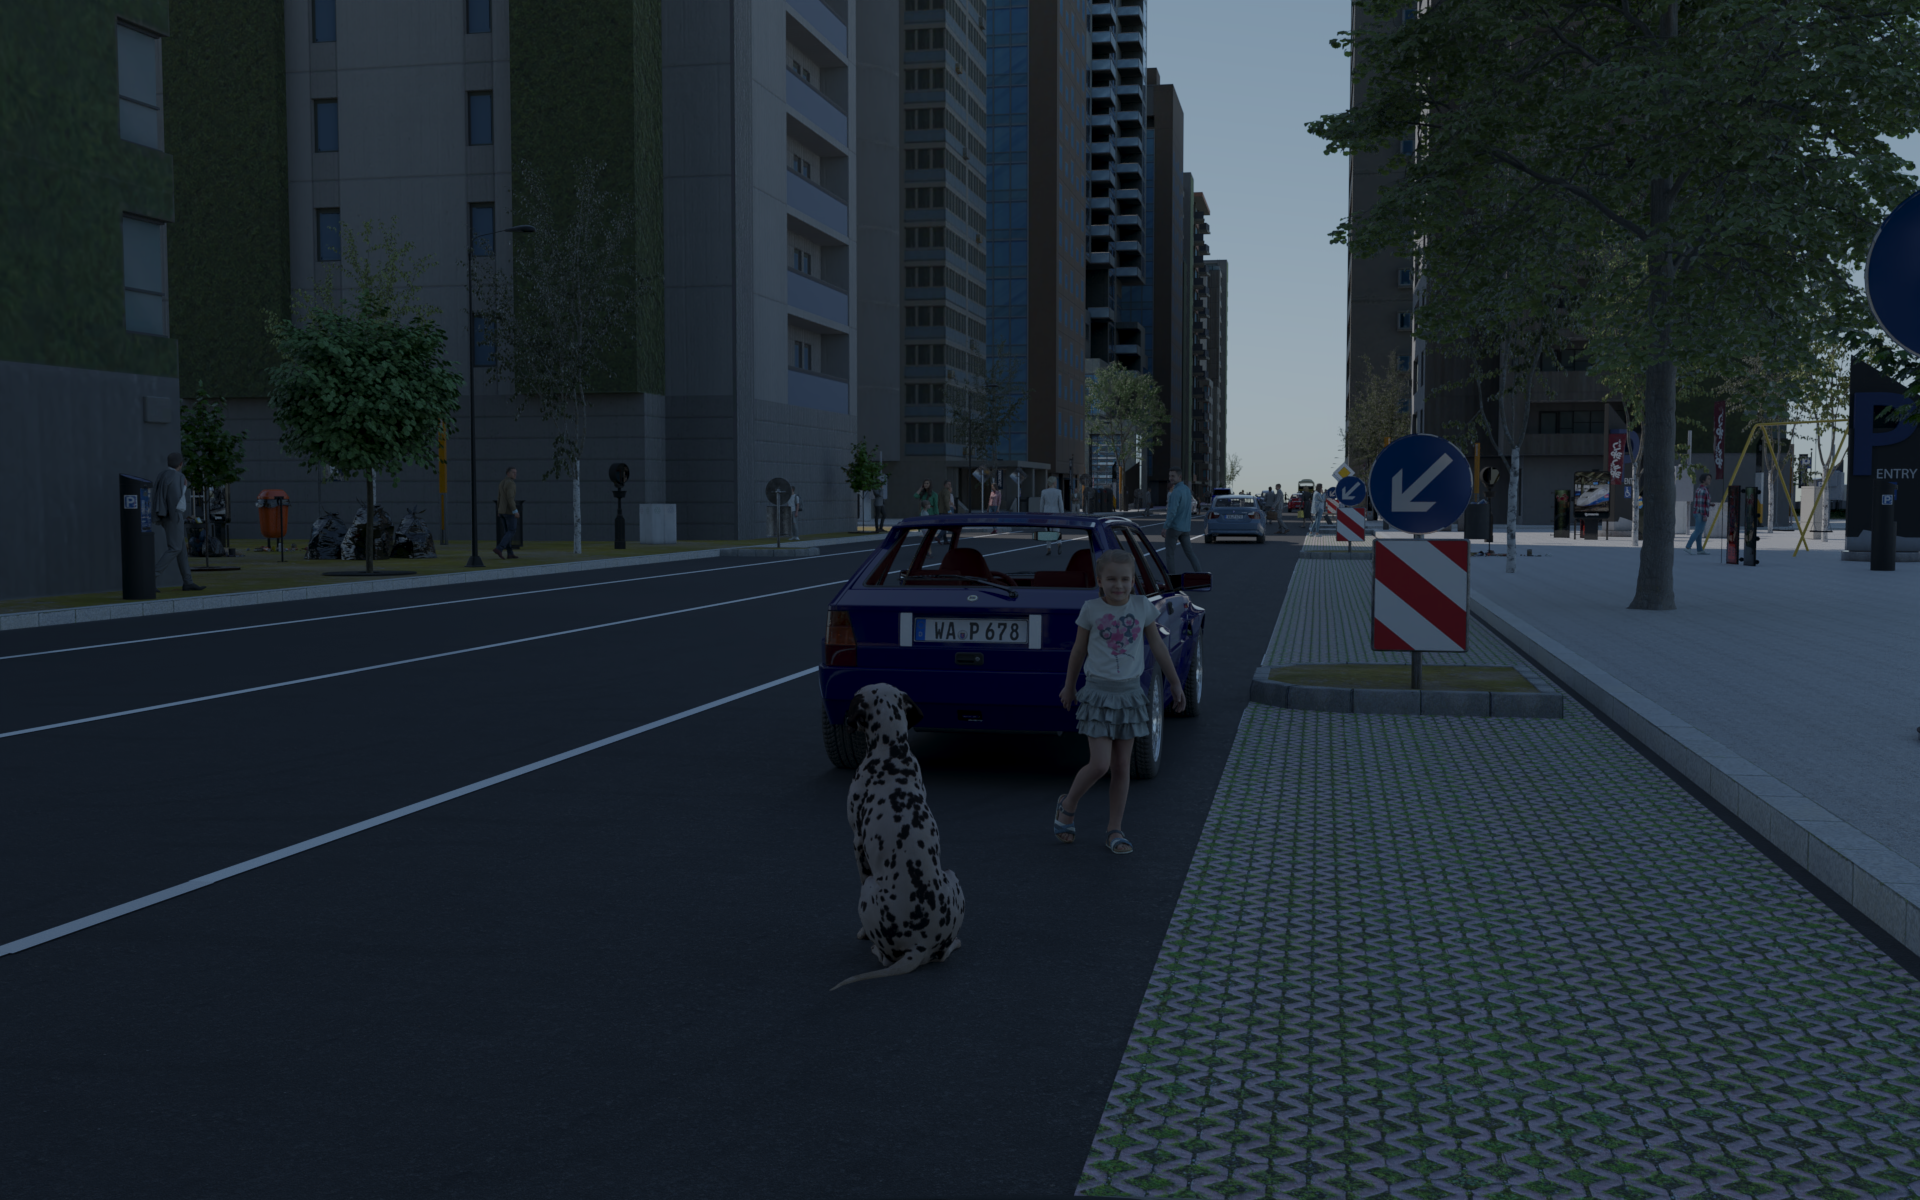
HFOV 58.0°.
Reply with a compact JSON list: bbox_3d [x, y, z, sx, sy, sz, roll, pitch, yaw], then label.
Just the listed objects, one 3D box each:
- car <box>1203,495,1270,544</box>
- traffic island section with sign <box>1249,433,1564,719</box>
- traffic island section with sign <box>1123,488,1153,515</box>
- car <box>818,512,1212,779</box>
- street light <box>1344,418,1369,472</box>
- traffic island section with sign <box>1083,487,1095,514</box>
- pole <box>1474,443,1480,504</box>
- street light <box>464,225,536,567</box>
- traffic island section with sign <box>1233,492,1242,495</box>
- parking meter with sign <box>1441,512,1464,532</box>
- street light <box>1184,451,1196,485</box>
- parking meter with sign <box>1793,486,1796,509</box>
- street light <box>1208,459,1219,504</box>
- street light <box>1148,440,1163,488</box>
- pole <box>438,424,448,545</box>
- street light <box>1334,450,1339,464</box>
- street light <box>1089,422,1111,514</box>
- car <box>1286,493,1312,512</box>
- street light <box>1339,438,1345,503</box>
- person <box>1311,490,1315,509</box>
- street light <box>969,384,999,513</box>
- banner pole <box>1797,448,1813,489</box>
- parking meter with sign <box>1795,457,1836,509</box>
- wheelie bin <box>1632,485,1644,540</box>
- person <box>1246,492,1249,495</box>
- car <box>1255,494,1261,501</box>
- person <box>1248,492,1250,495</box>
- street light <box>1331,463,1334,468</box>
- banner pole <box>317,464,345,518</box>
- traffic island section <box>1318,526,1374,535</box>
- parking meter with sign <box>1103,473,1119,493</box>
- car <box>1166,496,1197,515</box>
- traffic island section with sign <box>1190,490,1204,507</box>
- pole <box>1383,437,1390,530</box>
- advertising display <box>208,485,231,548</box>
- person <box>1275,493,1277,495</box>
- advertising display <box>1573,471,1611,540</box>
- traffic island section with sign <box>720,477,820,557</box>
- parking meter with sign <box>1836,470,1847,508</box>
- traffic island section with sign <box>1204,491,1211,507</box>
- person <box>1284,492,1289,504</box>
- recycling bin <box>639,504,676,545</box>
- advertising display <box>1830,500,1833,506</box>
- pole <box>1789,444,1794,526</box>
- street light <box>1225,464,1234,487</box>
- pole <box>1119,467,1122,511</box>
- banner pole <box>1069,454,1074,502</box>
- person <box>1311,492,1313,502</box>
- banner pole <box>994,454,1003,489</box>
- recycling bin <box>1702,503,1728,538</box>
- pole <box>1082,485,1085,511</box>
[{"bbox_3d":[8.208,-2.418,51.544,2.014,1.417,4.499,1,4,11],"label":"car"},{"bbox_3d":[3.055,-0.212,12.091,1.989,1.847,2.006,1,4,12],"label":"traffic island section with sign"},{"bbox_3d":[12.621,-6.951,122.283,1.989,1.847,2.006,1,4,12],"label":"traffic island section with sign"},{"bbox_3d":[0.463,0.146,10.192,1.945,1.354,3.894,1,4,13],"label":"car"},{"bbox_3d":[24.415,-8.153,105.838,1.470,5.913,1.316,1,4,12],"label":"street light"},{"bbox_3d":[7.125,-5.337,95.892,1.989,1.847,2.006,1,4,12],"label":"traffic island section with sign"},{"bbox_3d":[20.665,-4.613,69.261,0.158,3.312,0.155,0,3,0],"label":"pole"},{"bbox_3d":[-8.003,-3.525,30.169,1.470,5.913,1.316,1,4,12],"label":"street light"},{"bbox_3d":[45.237,-16.514,278.631,1.989,1.847,2.006,1,4,12],"label":"traffic island section with sign"},{"bbox_3d":[16.562,-3.864,59.437,1.738,3.016,0.543,1,4,16],"label":"parking meter with sign"},{"bbox_3d":[24.862,-13.139,187.358,1.470,5.913,1.316,1,4,12],"label":"street light"},{"bbox_3d":[49.297,-6.525,102.940,1.738,3.016,0.543,-1,4,-17],"label":"parking meter with sign"},{"bbox_3d":[33.650,-15.738,229.863,1.470,5.913,1.316,1,4,12],"label":"street light"},{"bbox_3d":[16.731,-10.789,148.935,1.470,5.913,1.316,1,4,12],"label":"street light"},{"bbox_3d":[-12.982,-3.037,43.494,0.158,3.312,0.155,0,3,0],"label":"pole"},{"bbox_3d":[40.108,-12.736,180.776,1.470,5.913,1.316,1,4,12],"label":"street light"},{"bbox_3d":[9.015,-8.513,111.735,1.470,5.913,1.316,1,4,12],"label":"street light"},{"bbox_3d":[26.767,-7.789,136.396,2.155,1.783,4.494,1,4,12],"label":"car"},{"bbox_3d":[32.452,-10.479,143.872,1.470,5.913,1.316,1,4,12],"label":"street light"},{"bbox_3d":[33.993,-9.663,166.518,1.348,1.821,0.705,-2,4,-31],"label":"person"},{"bbox_3d":[0.951,-6.177,73.532,1.470,5.913,1.316,1,4,12],"label":"street light"},{"bbox_3d":[46.247,-6.401,94.672,0.863,3.779,0.401,3,4,38],"label":"banner pole"},{"bbox_3d":[39.890,-5.167,80.740,0.543,3.016,1.738,0,4,-8],"label":"parking meter with sign"},{"bbox_3d":[19.105,-2.470,48.288,0.693,1.594,0.980,2,4,23],"label":"wheelie bin"},{"bbox_3d":[42.747,-15.207,257.810,1.217,1.739,0.721,1,4,16],"label":"person"},{"bbox_3d":[46.252,-15.791,267.777,1.945,1.707,3.694,1,4,12],"label":"car"},{"bbox_3d":[49.453,-17.603,296.171,0.709,1.838,0.599,1,4,14],"label":"person"},{"bbox_3d":[47.986,-15.064,218.843,1.470,5.913,1.316,1,4,12],"label":"street light"},{"bbox_3d":[-15.507,-3.210,42.497,0.863,3.779,0.401,-3,5,-43],"label":"banner pole"},{"bbox_3d":[13.972,-2.485,62.911,2.009,0.180,2.903,1,4,12],"label":"traffic island section"},{"bbox_3d":[12.300,-9.053,144.275,1.738,3.016,0.543,1,4,23],"label":"parking meter with sign"},{"bbox_3d":[15.541,-6.654,121.150,2.083,1.381,4.827,1,4,13],"label":"car"},{"bbox_3d":[22.827,-9.943,171.197,1.989,1.847,2.006,1,4,12],"label":"traffic island section with sign"},{"bbox_3d":[15.298,-4.175,62.096,0.158,3.312,0.155,0,3,0],"label":"pole"},{"bbox_3d":[-17.827,-2.232,41.700,0.974,1.923,0.123,3,5,44],"label":"advertising display"},{"bbox_3d":[36.742,-11.747,200.589,1.348,1.821,0.705,3,4,38],"label":"person"},{"bbox_3d":[17.694,-2.648,48.504,0.974,1.923,0.123,1,4,21],"label":"advertising display"},{"bbox_3d":[-4.386,-1.961,40.688,1.989,1.847,2.006,1,4,12],"label":"traffic island section with sign"},{"bbox_3d":[59.447,-7.400,117.253,0.543,3.016,1.738,0,4,-3],"label":"parking meter with sign"},{"bbox_3d":[28.385,-11.571,197.817,1.989,1.847,2.006,1,4,12],"label":"traffic island section with sign"},{"bbox_3d":[45.704,-14.322,243.377,0.721,1.735,1.217,-3,5,-41],"label":"person"},{"bbox_3d":[-7.729,-1.943,44.321,0.722,1.027,0.722,-2,4,-35],"label":"recycling bin"},{"bbox_3d":[66.755,-7.798,132.708,0.974,1.923,0.123,-1,4,-14],"label":"advertising display"},{"bbox_3d":[33.770,-4.682,70.393,0.158,3.312,0.155,0,3,0],"label":"pole"},{"bbox_3d":[41.664,-18.089,268.295,1.470,5.913,1.316,1,4,12],"label":"street light"},{"bbox_3d":[11.881,-8.210,128.083,0.158,3.312,0.155,0,3,0],"label":"pole"},{"bbox_3d":[6.925,-7.194,107.635,0.401,3.779,0.863,1,4,23],"label":"banner pole"},{"bbox_3d":[53.803,-15.650,264.451,1.350,1.814,0.705,0,4,5],"label":"person"},{"bbox_3d":[2.360,-7.237,108.347,0.863,3.779,0.401,-2,4,-31],"label":"banner pole"},{"bbox_3d":[22.157,-2.341,50.830,0.722,1.027,0.722,1,4,10],"label":"recycling bin"},{"bbox_3d":[9.280,-8.327,129.981,0.158,3.312,0.155,0,3,0],"label":"pole"}]
